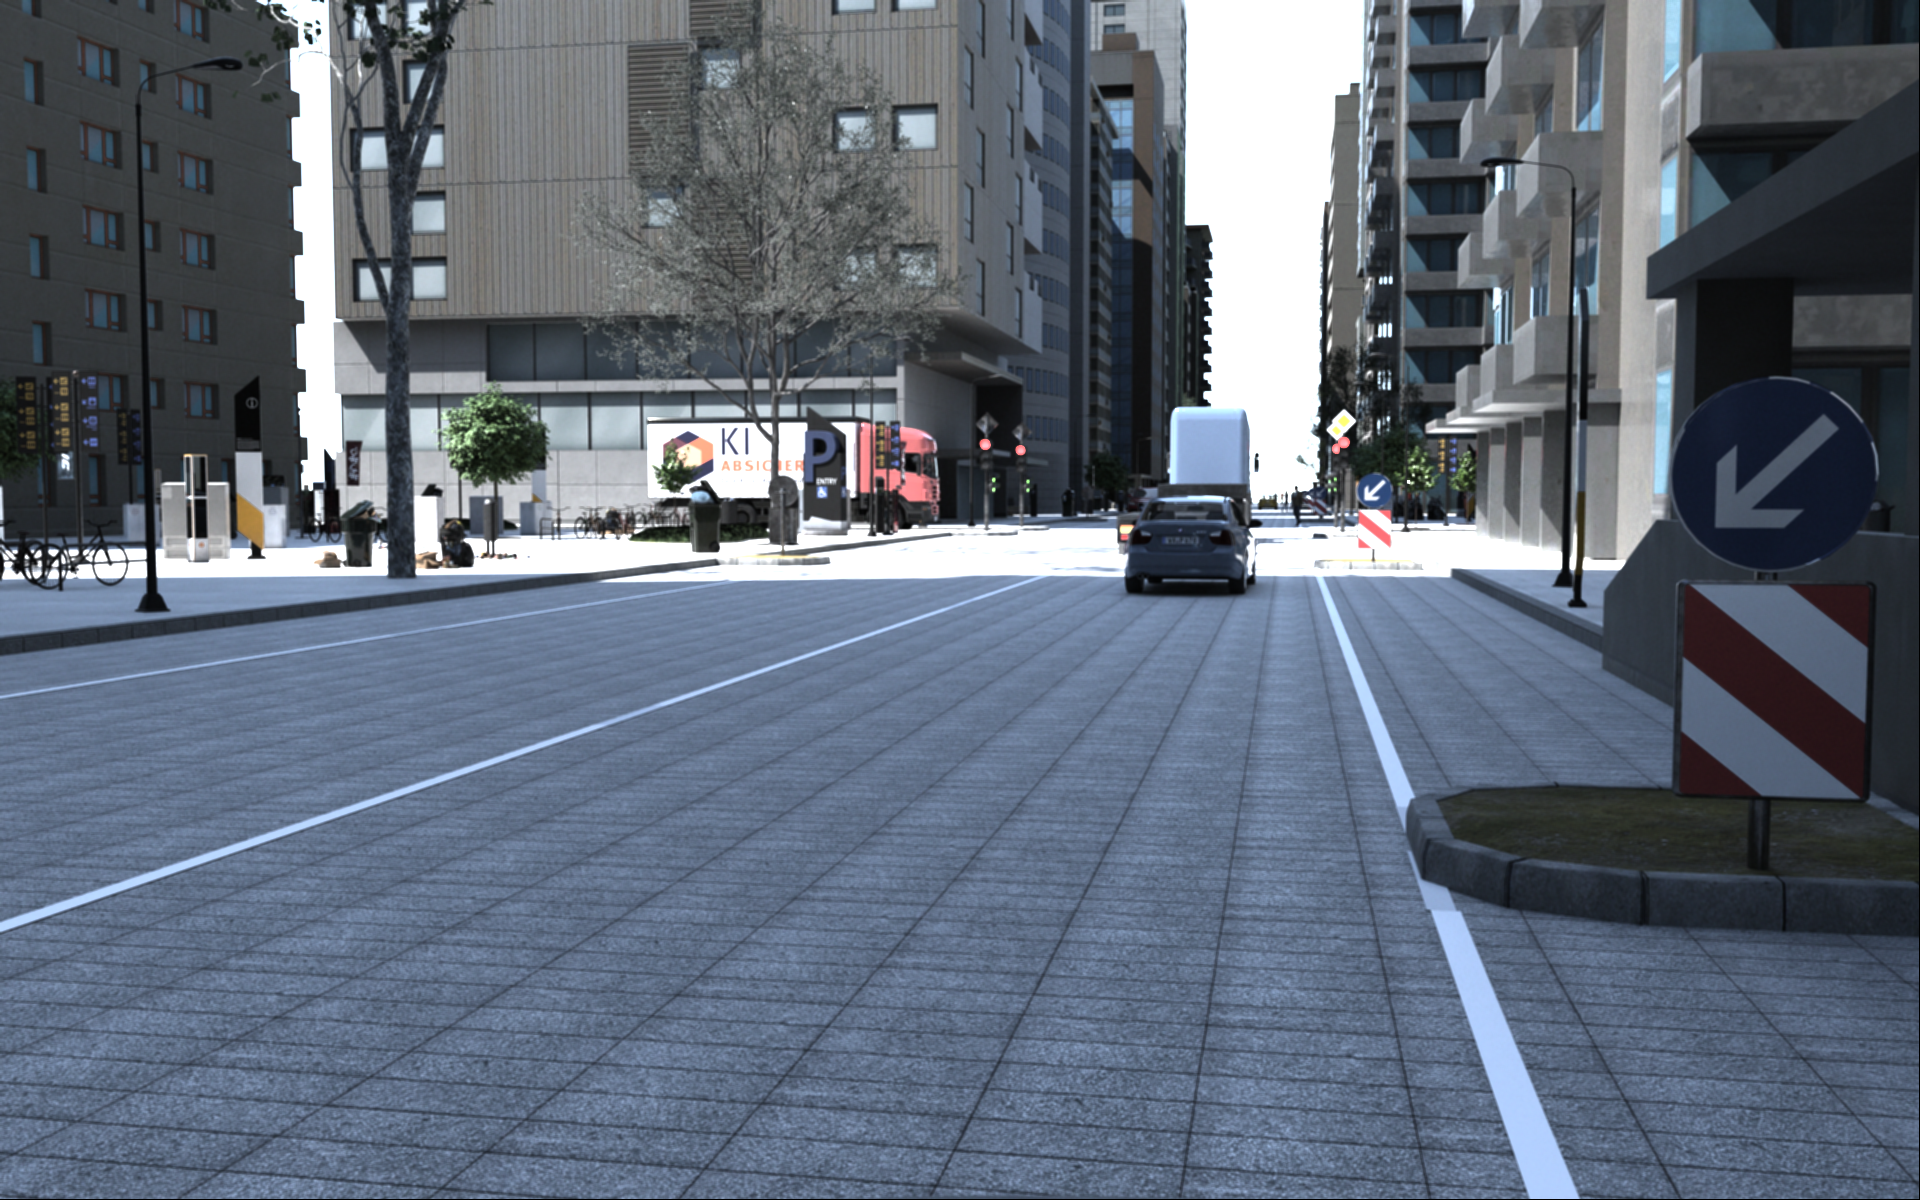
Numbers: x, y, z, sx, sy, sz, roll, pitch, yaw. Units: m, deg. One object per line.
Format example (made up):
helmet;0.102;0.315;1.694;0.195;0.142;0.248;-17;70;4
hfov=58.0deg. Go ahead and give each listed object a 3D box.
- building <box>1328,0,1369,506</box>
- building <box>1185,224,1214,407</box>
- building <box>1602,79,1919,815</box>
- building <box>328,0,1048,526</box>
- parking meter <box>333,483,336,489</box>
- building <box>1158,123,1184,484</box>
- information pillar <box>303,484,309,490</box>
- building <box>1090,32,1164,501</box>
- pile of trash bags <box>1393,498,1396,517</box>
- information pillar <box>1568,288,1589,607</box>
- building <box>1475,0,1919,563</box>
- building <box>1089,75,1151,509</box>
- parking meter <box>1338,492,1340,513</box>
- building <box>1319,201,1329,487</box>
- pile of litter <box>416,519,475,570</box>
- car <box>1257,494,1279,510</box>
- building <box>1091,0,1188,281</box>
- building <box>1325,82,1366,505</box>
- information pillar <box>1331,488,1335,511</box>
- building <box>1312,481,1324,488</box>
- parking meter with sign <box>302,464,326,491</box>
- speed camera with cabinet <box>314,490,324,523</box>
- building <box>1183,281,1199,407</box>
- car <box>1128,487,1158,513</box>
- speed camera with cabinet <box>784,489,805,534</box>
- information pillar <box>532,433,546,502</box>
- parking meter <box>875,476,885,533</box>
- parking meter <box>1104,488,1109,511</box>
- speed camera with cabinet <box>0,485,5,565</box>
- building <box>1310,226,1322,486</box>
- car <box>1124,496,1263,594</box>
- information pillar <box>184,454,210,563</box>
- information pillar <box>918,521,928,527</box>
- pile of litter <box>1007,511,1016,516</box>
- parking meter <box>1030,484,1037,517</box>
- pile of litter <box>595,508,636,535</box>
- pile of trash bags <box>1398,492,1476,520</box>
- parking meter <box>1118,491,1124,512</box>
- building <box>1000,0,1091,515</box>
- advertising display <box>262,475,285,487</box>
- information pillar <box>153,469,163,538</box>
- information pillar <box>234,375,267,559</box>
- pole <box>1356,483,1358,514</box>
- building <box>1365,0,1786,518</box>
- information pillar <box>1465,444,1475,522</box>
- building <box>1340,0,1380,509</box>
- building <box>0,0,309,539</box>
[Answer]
building;48.957;-52.576;172.287;22.319;86.520;31.000;1;4;11
building;28.606;-37.881;273.974;22.147;44.769;28.867;1;4;11
building;19.816;-19.041;3.203;32.217;40.220;23.993;1;4;11
building;-10.835;-30.148;82.160;28.713;52.752;27.495;1;4;11
parking meter;-29.895;-4.737;83.163;0.399;1.863;0.255;2;4;34
building;16.260;-30.818;187.464;14.154;41.232;14.086;1;4;11
information pillar;-48.187;-7.535;127.691;0.304;2.012;0.304;1;4;22
building;12.894;-32.018;173.608;14.600;45.320;14.200;1;4;11
pile of trash bags;24.398;-5.389;97.869;1.912;1.369;3.447;0;4;-5
information pillar;7.025;-1.727;19.588;0.183;3.616;0.504;1;4;16
building;23.490;-25.591;38.021;23.786;49.044;30.456;1;4;11
building;0.842;-28.426;156.638;32.217;40.220;23.993;1;4;11
parking meter;25.638;-6.842;117.584;0.255;1.863;0.399;0;4;4
building;60.337;-37.025;255.468;14.600;45.320;14.200;1;4;11
pile of litter;-9.075;-0.985;30.076;1.176;0.858;1.719;1;4;19
car;28.425;-9.145;159.750;2.015;1.641;3.980;1;4;12
building;24.114;-49.580;248.885;20.563;71.187;20.611;1;4;11
building;53.441;-35.206;199.316;21.300;48.544;21.600;1;4;11
information pillar;27.781;-7.584;128.490;0.304;2.012;0.304;-3;5;-44
building;64.493;-33.229;235.176;32.217;40.220;23.993;1;4;11
parking meter with sign;-36.880;-6.324;99.655;1.738;3.016;0.543;0;4;-7
speed camera with cabinet;-29.486;-5.071;77.250;2.038;3.252;0.660;0;4;-7
building;24.480;-28.179;232.425;14.160;30.474;14.107;1;4;11
car;9.967;-5.008;90.553;2.281;1.827;5.304;1;4;12
speed camera with cabinet;-5.007;-3.747;55.595;2.038;3.252;0.660;-1;4;-19
information pillar;-14.333;-4.139;59.024;0.504;3.616;0.183;-2;4;-24
parking meter;-2.636;-3.128;56.848;0.255;1.863;0.399;-1;4;-16
parking meter;11.251;-7.803;133.291;0.255;1.863;0.399;-2;4;-24
speed camera with cabinet;-16.790;-2.139;29.309;0.660;3.252;2.038;-1;4;-16
building;68.570;-40.216;277.134;23.786;49.044;30.456;1;4;11
car;3.547;-0.874;26.298;2.014;1.417;4.499;1;4;13
information pillar;-14.228;-1.701;32.300;0.304;2.012;0.304;3;5;42
information pillar;-1.385;-4.652;67.419;0.504;3.616;0.183;2;4;35
pile of litter;2.681;-5.261;99.974;1.176;0.858;1.719;3;5;40
parking meter;4.153;-5.640;97.926;0.399;1.863;0.255;1;4;12
pile of litter;-10.857;-2.513;55.057;1.719;0.858;1.176;-2;4;-32
pile of trash bags;23.528;-4.602;84.992;3.447;1.369;1.912;2;4;24
parking meter;11.526;-7.065;123.921;0.372;1.533;0.369;0;3;0
building;-3.221;-35.166;116.968;21.231;58.520;28.212;1;4;11
advertising display;-23.766;-3.333;59.703;0.974;1.923;0.123;-1;4;-16
information pillar;-23.691;-2.839;50.914;0.304;2.012;0.304;1;4;8
information pillar;-13.971;-2.613;34.077;0.504;3.616;0.183;-1;4;-14
pole;25.354;-7.124;110.325;0.158;3.312;0.155;0;3;0
building;39.738;-30.583;119.646;23.786;49.044;30.456;1;4;11
information pillar;23.727;-5.450;80.465;0.504;3.616;0.183;-3;4;-39
building;43.384;-43.377;147.459;20.563;71.187;20.611;1;4;11
building;-40.853;-12.700;52.688;28.899;21.520;27.650;1;4;11
